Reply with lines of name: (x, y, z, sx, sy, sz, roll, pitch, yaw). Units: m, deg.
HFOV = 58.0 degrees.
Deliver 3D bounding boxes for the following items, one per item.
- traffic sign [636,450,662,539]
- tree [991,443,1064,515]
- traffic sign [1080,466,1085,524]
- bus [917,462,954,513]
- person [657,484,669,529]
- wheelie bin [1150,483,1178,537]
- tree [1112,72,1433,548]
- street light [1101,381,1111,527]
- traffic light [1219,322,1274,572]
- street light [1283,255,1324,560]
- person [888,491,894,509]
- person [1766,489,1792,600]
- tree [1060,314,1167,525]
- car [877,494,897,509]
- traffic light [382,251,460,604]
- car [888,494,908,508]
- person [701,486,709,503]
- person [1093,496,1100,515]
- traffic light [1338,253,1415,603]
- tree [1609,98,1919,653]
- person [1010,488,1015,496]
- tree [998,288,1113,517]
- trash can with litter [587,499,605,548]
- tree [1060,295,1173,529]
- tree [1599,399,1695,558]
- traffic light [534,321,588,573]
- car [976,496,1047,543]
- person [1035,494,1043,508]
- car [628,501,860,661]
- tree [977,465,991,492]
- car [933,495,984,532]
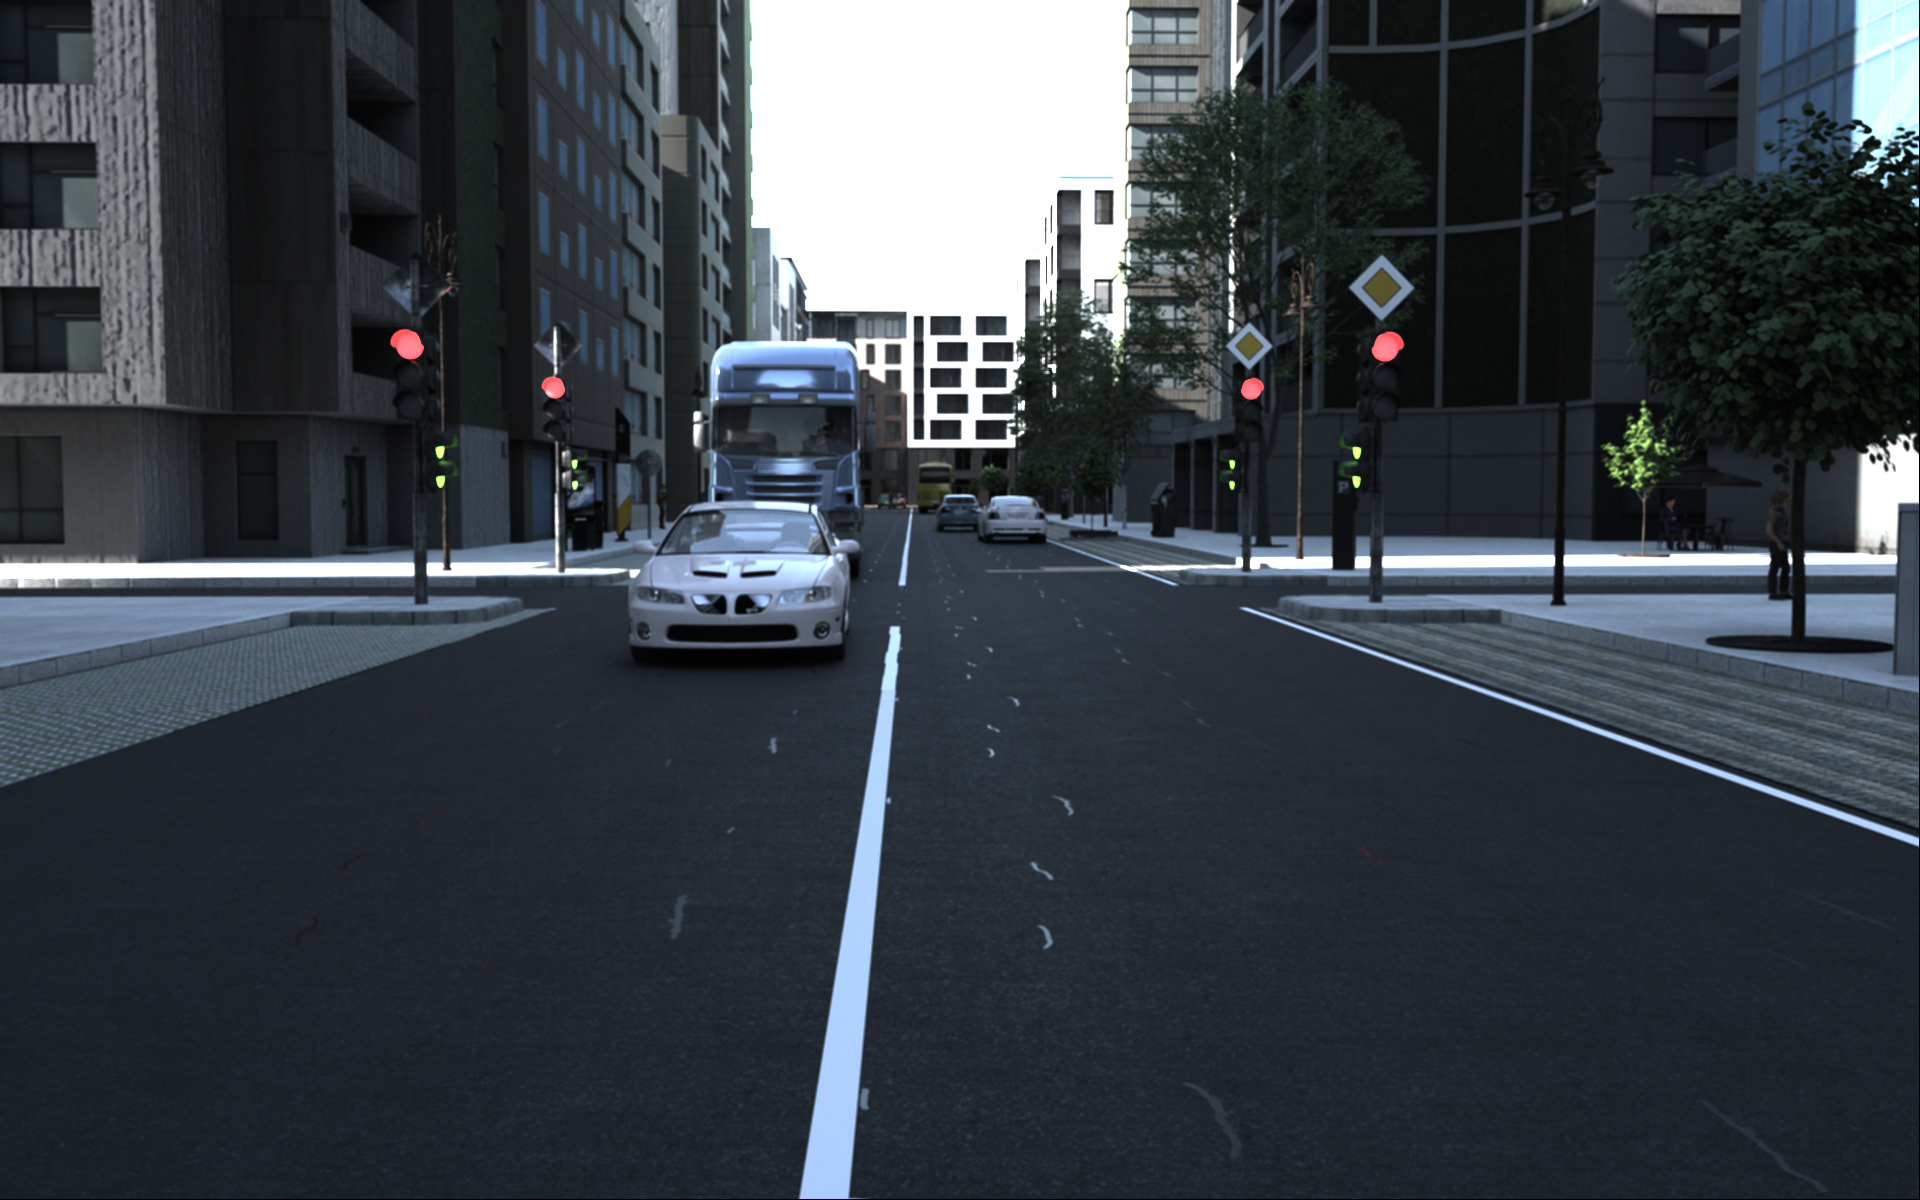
traffic sign: (-8.936, -3.037, 49.756, 0.768, 2.556, 0.104, 0, 4, 0)
tree: (5.074, -7.658, 108.920, 4.285, 4.588, 4.351, 0, 3, 0)
traffic sign: (5.339, -4.548, 74.471, 0.768, 2.556, 0.104, 0, 4, 3)
bus: (-1.861, -8.543, 131.224, 2.896, 3.916, 12.252, 0, 4, 0)
person: (-10.855, -3.422, 63.462, 0.415, 1.643, 0.593, -3, 5, -44)
wheelie bin: (6.064, -2.666, 51.497, 0.693, 1.594, 0.980, -1, 4, -16)
tree: (7.481, -7.102, 41.881, 9.928, 11.665, 9.643, 0, 3, 0)
street light: (5.717, -5.815, 67.862, 0.468, 5.910, 1.993, 0, 4, -2)
traffic light: (4.694, -2.414, 28.386, 0.839, 4.253, 0.868, 0, 4, -2)
street light: (6.634, -3.723, 33.652, 0.468, 5.910, 1.993, 0, 4, -2)
person: (-6.537, -9.446, 163.863, 0.541, 1.710, 0.530, 2, 4, 30)
person: (9.965, -0.674, 20.975, 0.340, 1.345, 0.435, 2, 4, 31)
tree: (6.315, -7.429, 71.825, 4.360, 8.622, 3.978, 0, 3, 0)
car: (-7.227, -9.945, 171.394, 1.959, 1.807, 4.718, 0, 4, -3)
traffic light: (-6.269, -1.906, 20.091, 0.839, 4.253, 0.868, 0, 4, -2)
car: (-6.458, -10.341, 178.116, 2.155, 1.783, 4.494, 0, 4, -3)
person: (-10.509, -3.893, 71.397, 0.593, 1.614, 0.444, 3, 5, 44)
person: (8.243, -5.982, 104.775, 0.541, 1.710, 0.530, 0, 4, -6)
traffic light: (4.907, -1.926, 20.404, 0.839, 4.253, 0.868, 0, 4, -2)
tree: (7.165, -1.887, 14.561, 4.285, 4.588, 4.351, 0, 3, 0)
person: (4.342, -8.199, 140.821, 0.721, 1.735, 1.217, 1, 4, 23)
tree: (5.768, -10.885, 96.095, 7.486, 12.596, 7.792, 0, 3, 0)
trash can with litter: (-8.801, -1.807, 40.938, 0.624, 1.170, 1.055, -2, 4, -31)
tree: (5.807, -6.914, 63.402, 4.737, 8.622, 4.395, 0, 3, 0)
tree: (13.839, -2.491, 35.329, 1.663, 3.219, 1.824, 0, 3, 0)
traffic light: (-6.483, -2.395, 28.073, 0.839, 4.253, 0.868, 0, 4, -2)
car: (1.541, -2.432, 52.120, 2.083, 1.381, 4.827, 0, 4, -3)
person: (3.724, -4.390, 82.487, 0.499, 1.552, 0.429, 0, 4, 1)
car: (-1.987, -0.251, 16.458, 2.083, 1.381, 4.827, 0, 4, -3)
tree: (3.372, -12.067, 181.009, 4.285, 4.588, 4.351, 0, 3, 0)
car: (-0.036, -3.387, 67.372, 2.014, 1.417, 4.499, 0, 4, -2)
